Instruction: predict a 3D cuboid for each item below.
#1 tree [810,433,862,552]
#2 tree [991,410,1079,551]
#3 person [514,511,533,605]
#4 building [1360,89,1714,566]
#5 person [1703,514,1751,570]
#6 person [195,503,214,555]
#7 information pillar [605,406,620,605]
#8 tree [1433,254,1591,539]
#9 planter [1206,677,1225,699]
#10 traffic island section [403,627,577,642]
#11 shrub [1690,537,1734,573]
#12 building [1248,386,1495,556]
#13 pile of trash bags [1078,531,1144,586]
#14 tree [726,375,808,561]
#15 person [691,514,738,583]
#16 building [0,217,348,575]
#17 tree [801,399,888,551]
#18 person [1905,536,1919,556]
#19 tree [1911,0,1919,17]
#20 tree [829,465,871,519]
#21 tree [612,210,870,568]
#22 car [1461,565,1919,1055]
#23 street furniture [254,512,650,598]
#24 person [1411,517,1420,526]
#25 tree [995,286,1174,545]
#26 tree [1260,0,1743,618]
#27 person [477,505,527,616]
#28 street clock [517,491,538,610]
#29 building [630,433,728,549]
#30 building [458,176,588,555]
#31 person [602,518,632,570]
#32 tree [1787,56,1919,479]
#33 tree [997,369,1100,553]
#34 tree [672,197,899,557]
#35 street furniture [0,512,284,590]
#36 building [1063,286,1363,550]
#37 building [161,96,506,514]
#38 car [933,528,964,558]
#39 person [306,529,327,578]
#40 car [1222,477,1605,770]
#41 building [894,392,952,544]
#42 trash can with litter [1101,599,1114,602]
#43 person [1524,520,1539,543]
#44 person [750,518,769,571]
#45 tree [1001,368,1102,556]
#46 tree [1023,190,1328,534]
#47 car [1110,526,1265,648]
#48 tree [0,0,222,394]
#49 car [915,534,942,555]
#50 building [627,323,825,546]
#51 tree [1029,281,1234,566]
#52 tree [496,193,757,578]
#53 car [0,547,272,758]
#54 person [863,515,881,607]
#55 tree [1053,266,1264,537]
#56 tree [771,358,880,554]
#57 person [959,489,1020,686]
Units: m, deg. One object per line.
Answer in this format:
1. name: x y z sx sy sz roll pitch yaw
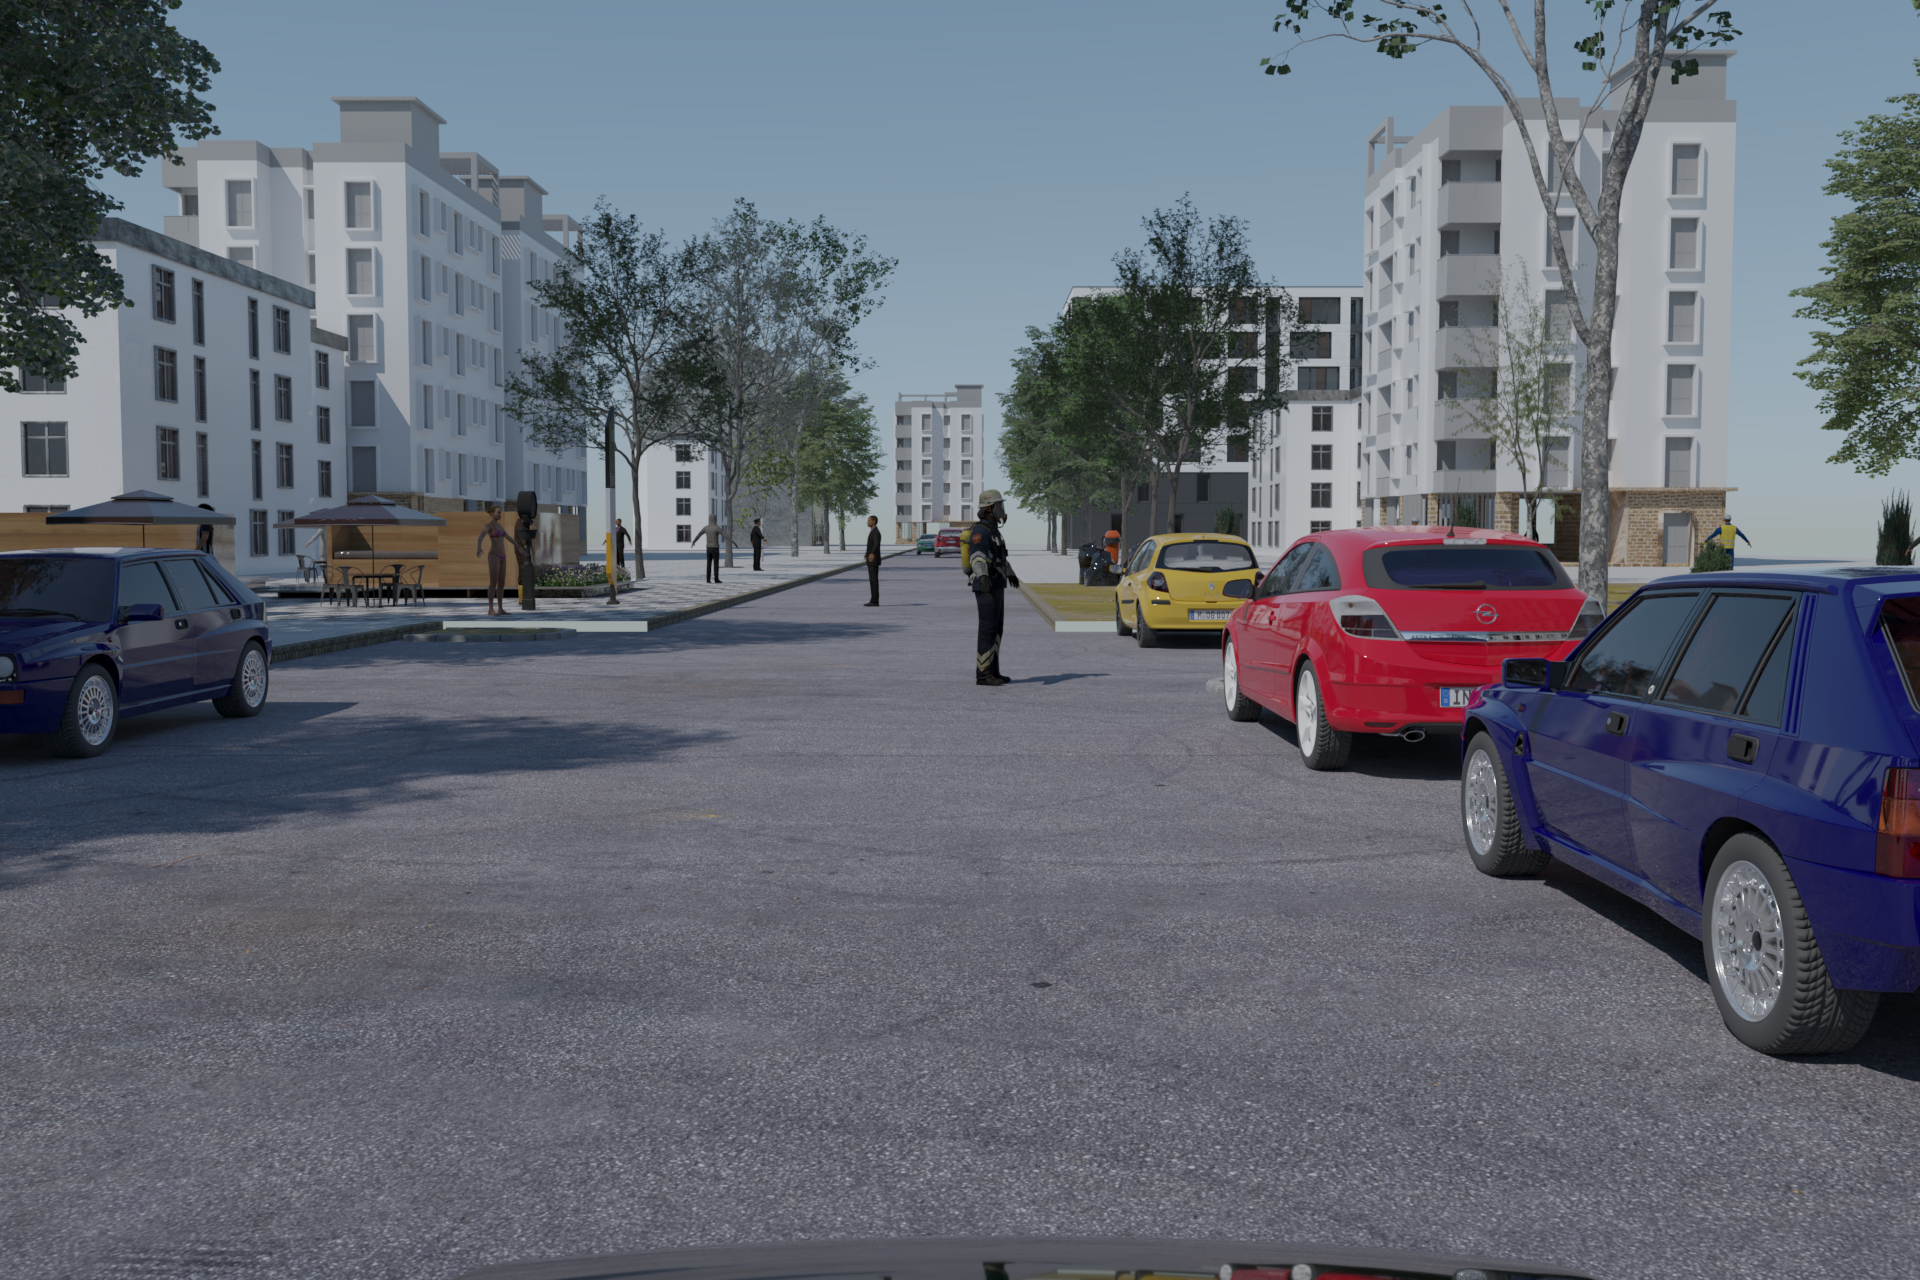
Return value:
1. tree: -8.676 -10.504 122.096 4.737 8.622 4.395 0 3 0
2. tree: 6.821 -13.454 130.348 12.009 13.543 11.850 0 3 0
3. person: -7.910 -1.553 31.523 0.704 1.812 1.346 -1 4 -15
4. building: 23.983 -13.675 80.007 16.016 20.090 11.380 0 4 0
5. person: 21.109 -2.552 47.691 1.349 1.833 0.705 0 4 7
6. person: -13.368 -1.495 30.594 0.704 1.843 1.345 -1 4 -20
7. information pillar: -6.345 -2.454 31.477 0.183 3.616 0.504 0 4 1
8. tree: 15.033 -5.790 45.034 4.360 8.622 3.978 0 3 0
9. planter: 3.252 0.342 15.552 1.991 0.319 1.994 0 4 0
10. traffic island section: -6.431 -0.073 24.061 1.991 0.108 1.994 0 4 1
11. shrub: 17.256 -1.752 39.755 1.383 1.207 1.383 0 3 0
12. building: 23.464 -9.721 101.084 9.099 9.664 28.070 0 4 0
13. pile of trash bags: 3.942 -2.095 44.012 1.912 1.369 3.447 0 4 1
14. tree: -9.250 -7.995 81.082 4.737 8.622 4.395 0 3 0
15. person: -6.453 -2.396 45.299 1.348 1.813 0.705 1 4 18
16. building: -26.844 -7.213 60.080 9.099 9.664 28.070 0 4 0
17. tree: -9.037 -12.609 131.909 9.928 11.665 9.643 0 3 0
18. person: 16.806 -1.416 29.426 1.348 1.796 0.705 3 4 36
19. tree: 8.369 -5.552 8.900 7.486 12.596 7.792 0 3 0
20. tree: -14.785 -17.518 220.837 7.601 10.594 8.767 0 4 1
21. tree: -8.663 -9.485 65.442 12.009 13.543 11.850 0 3 0
22. car: 3.038 0.396 6.108 1.945 1.354 3.894 0 3 0
23. street furniture: -9.677 -1.908 38.057 9.812 1.723 11.010 0 4 -1
24. person: 12.963 -2.644 49.688 0.721 1.772 1.216 -1 4 -14
25. tree: 6.652 -11.272 90.957 9.857 13.997 8.962 0 3 0
26. tree: 9.279 -10.392 25.797 12.611 20.169 13.585 0 3 0
27. person: -7.239 -1.254 27.301 0.721 1.733 1.217 1 4 21
28. street clock: -7.270 -1.503 29.143 0.358 2.002 0.471 0 4 1
29. building: -25.436 -13.191 157.818 9.099 9.664 28.070 0 4 0
30. building: -27.883 -14.462 92.879 16.016 20.090 11.380 0 4 1
31. person: -11.347 -3.140 57.571 1.346 1.802 0.704 3 4 36
32. tree: 22.437 -7.380 38.793 7.486 12.596 7.792 0 3 0
33. tree: 6.194 -12.032 114.855 7.486 12.596 7.792 0 3 0
34. tree: -9.981 -14.793 97.747 12.611 20.169 13.585 0 3 0
35. street furniture: -19.854 -1.842 36.972 9.812 1.723 11.010 -1 4 -10
36. building: 23.238 -19.286 159.304 27.936 21.610 32.646 0 3 0
37. building: -28.441 -13.453 76.381 16.016 20.090 11.380 0 4 -1
38. car: -0.525 -5.938 105.759 2.281 1.827 5.304 0 4 0
39. person: -18.494 -2.704 50.402 0.705 1.806 1.347 1 4 19
40. car: 2.972 -0.182 12.009 2.155 1.783 4.494 0 4 -1
41. building: -7.985 -22.219 222.149 11.380 20.090 16.016 0 4 -7
42. trash can with litter: 3.519 -1.286 32.091 1.678 1.210 2.233 0 4 -1
43. person: 20.807 -3.490 63.245 1.347 1.806 0.705 -3 5 -41
44. person: -7.019 -3.319 60.193 0.705 1.837 1.347 -2 4 -31
45. tree: 6.210 -10.851 103.176 9.928 11.665 9.643 0 3 0
46. tree: 5.796 -6.951 48.057 8.767 10.594 7.601 1 4 9
47. car: 3.071 -0.796 23.235 2.015 1.641 3.980 0 4 -1
48. tree: -12.288 -6.805 17.915 9.857 13.997 8.962 0 3 0
49. car: -2.122 -6.757 122.277 2.131 1.459 4.920 0 3 0
50. building: -24.576 -21.828 187.820 19.493 23.208 18.063 0 4 0
51. tree: 6.801 -8.784 69.381 9.928 11.665 9.643 0 3 0
52. tree: -9.337 -6.977 48.486 7.601 10.594 8.767 -2 4 -28
53. car: -6.390 0.018 12.292 1.945 1.354 3.894 0 3 0
54. person: -1.743 -1.568 34.312 0.704 1.802 1.346 0 4 -8
55. tree: 6.683 -7.510 57.208 7.601 10.594 8.767 -2 4 -23
56. tree: -9.006 -11.813 111.274 7.486 12.596 7.792 0 3 0
57. person: 0.315 -0.504 16.481 0.705 1.856 1.354 1 4 14
